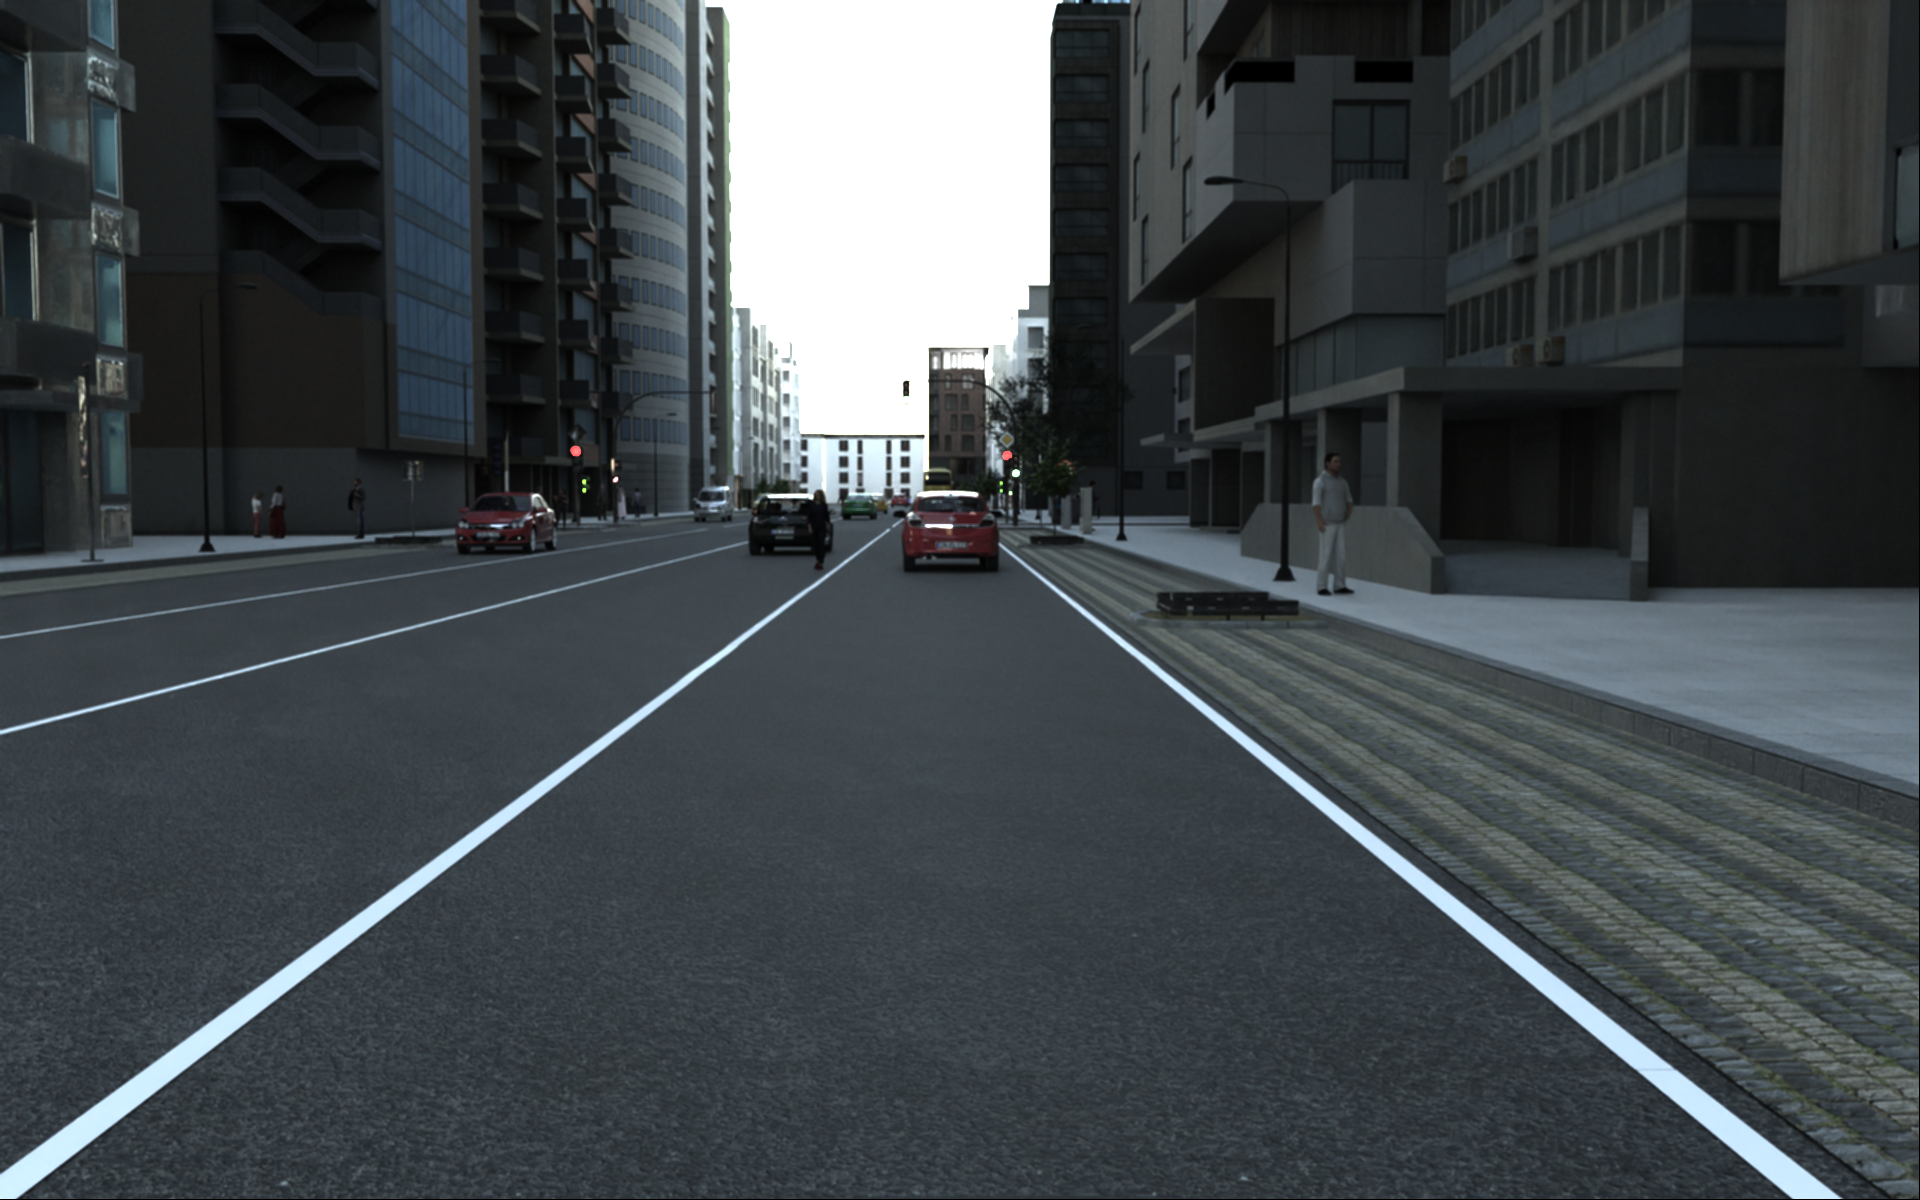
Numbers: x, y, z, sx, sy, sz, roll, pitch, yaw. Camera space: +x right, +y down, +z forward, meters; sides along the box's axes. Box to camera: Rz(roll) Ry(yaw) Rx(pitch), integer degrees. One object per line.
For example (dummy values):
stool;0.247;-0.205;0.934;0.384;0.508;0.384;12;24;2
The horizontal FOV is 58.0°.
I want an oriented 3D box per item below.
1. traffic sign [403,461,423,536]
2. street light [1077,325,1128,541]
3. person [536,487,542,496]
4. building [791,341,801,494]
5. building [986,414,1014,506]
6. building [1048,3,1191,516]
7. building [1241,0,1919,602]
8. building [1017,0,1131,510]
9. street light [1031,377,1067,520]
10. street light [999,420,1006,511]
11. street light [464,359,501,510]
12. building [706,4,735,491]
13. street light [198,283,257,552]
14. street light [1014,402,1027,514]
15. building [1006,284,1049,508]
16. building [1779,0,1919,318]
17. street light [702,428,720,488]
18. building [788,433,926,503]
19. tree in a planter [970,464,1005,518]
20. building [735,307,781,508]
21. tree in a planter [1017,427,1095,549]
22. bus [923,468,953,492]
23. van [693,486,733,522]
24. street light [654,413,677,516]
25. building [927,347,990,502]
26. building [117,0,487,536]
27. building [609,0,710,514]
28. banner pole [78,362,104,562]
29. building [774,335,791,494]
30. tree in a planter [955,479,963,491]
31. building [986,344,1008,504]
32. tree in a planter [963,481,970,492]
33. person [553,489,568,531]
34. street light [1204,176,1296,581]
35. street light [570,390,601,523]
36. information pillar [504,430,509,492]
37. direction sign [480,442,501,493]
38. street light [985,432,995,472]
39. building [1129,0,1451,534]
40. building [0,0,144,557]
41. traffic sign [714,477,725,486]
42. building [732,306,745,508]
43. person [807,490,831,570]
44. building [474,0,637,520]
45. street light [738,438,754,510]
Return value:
traffic sign;-16.673;-3.098;52.786;0.606;2.300;0.079;0;4;3
street light;3.919;-4.593;47.642;1.470;5.913;1.316;0;4;-1
person;-17.448;-3.814;71.575;0.376;1.734;0.841;0;4;-1
building;-26.103;-22.173;218.940;11.380;20.091;16.016;0;4;-1
building;7.728;-14.700;182.490;9.099;9.664;28.070;0;4;-1
building;12.328;-20.460;106.218;14.160;30.474;14.107;0;4;-1
building;22.031;-20.561;28.052;32.217;40.220;23.993;0;4;-1
building;16.277;-50.299;135.060;22.319;86.520;31.000;0;4;-1
street light;3.675;-5.901;69.027;1.470;5.913;1.316;0;4;-1
street light;3.137;-8.333;108.793;1.470;5.913;1.316;0;4;-1
street light;-16.481;-5.330;59.684;1.470;5.913;1.316;0;4;-1
building;-26.324;-27.968;140.876;14.154;41.232;14.086;0;4;-1
street light;-16.183;-4.022;38.299;1.470;5.913;1.316;0;4;-1
street light;3.399;-7.020;87.324;1.470;5.913;1.316;0;4;-1
building;12.353;-18.689;161.987;16.016;20.091;11.380;0;4;-1
building;12.551;-19.831;7.834;14.154;41.232;14.086;0;4;-1
street light;-17.418;-9.082;121.024;1.470;5.913;1.316;0;4;-1
building;-18.857;-18.303;241.394;28.070;9.664;9.099;0;4;-1
tree in a planter;1.779;-6.398;101.826;1.991;3.239;1.994;0;4;-1
building;-28.339;-19.136;179.335;16.747;18.905;31.486;0;4;-1
tree in a planter;2.534;-2.989;46.089;1.991;3.239;1.994;0;4;-1
bus;-2.049;-10.395;161.501;2.896;3.916;12.252;0;4;0
van;-12.879;-5.106;90.490;2.013;2.044;4.112;0;4;-1
street light;-16.970;-7.774;99.642;1.470;5.913;1.316;0;4;-1
building;11.671;-24.867;250.552;32.646;21.610;27.936;0;4;-1
building;-25.364;-25.009;59.009;14.200;45.320;14.600;0;4;-1
building;-29.750;-35.302;119.191;21.231;58.520;28.212;0;4;-1
banner pole;-16.445;-2.605;32.603;0.401;3.779;0.863;-1;4;-14
building;-28.491;-21.056;200.690;16.016;20.091;11.380;0;4;-1
tree in a planter;0.357;-12.814;206.722;1.991;3.239;1.994;0;4;-1
building;11.979;-21.134;211.990;16.747;18.905;31.486;0;4;-1
tree in a planter;1.409;-8.046;128.767;1.991;3.239;1.994;0;4;-1
person;-15.212;-3.429;66.041;0.415;1.643;0.593;2;4;35
street light;4.261;-3.236;25.457;1.470;5.913;1.316;0;4;-1
street light;-16.774;-6.430;77.666;1.470;5.913;1.316;0;4;-1
information pillar;-16.565;-4.400;63.302;0.183;3.616;0.504;-1;4;-8
direction sign;-20.572;-5.136;75.972;0.876;3.537;0.379;0;4;-3
street light;2.855;-9.641;130.178;1.470;5.913;1.316;0;4;-1
building;20.110;-28.385;53.342;28.713;52.752;27.495;0;4;-1
building;-29.318;-24.933;27.266;23.786;49.044;30.456;0;4;-1
traffic sign;-17.669;-7.778;127.269;0.768;2.556;0.104;0;4;2
building;-27.964;-18.423;157.643;16.016;20.091;11.380;0;4;-1
person;-2.707;-1.346;33.046;0.480;1.512;0.613;-1;4;-22
building;-29.588;-26.697;91.124;22.147;44.769;28.867;0;4;-1
street light;-17.586;-10.390;142.410;1.470;5.913;1.316;0;4;-1
